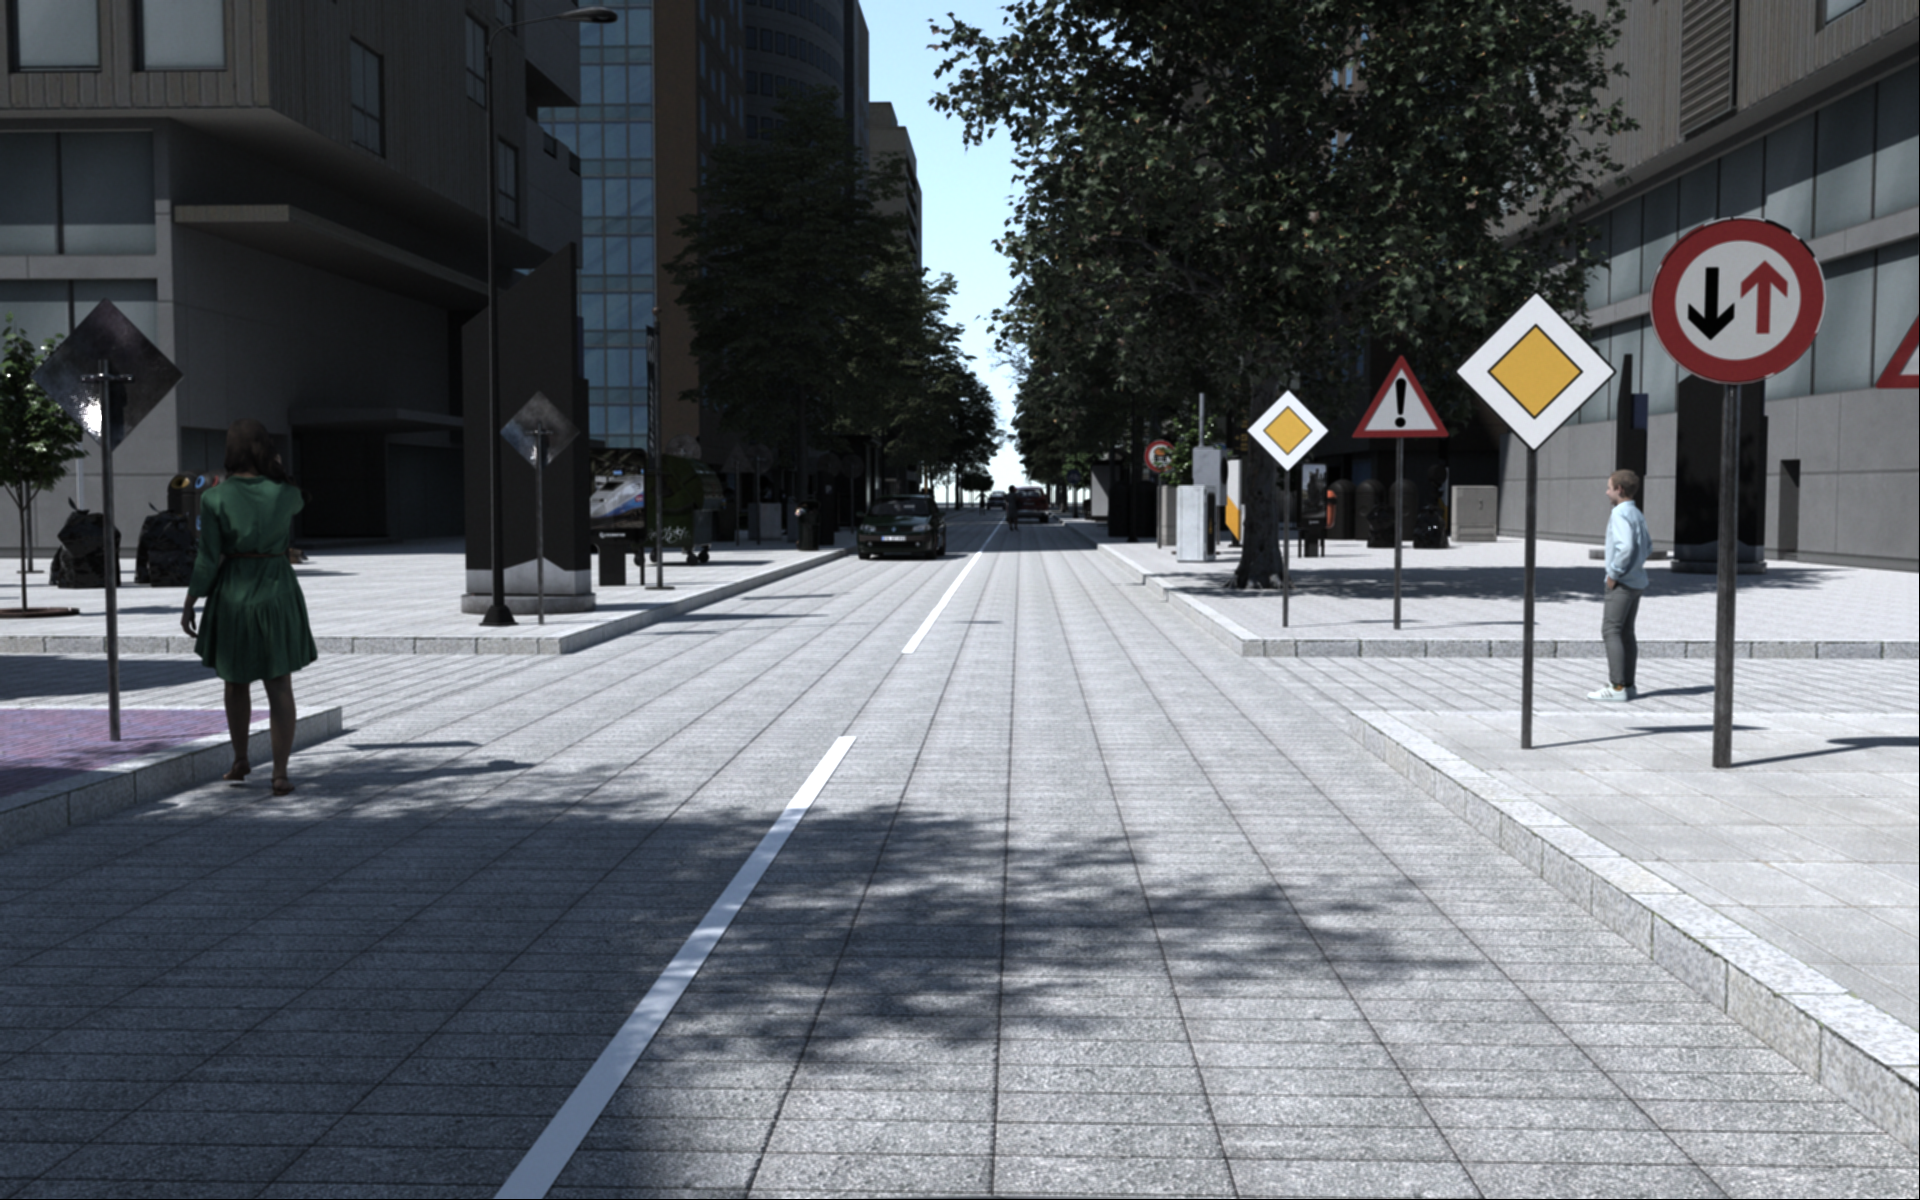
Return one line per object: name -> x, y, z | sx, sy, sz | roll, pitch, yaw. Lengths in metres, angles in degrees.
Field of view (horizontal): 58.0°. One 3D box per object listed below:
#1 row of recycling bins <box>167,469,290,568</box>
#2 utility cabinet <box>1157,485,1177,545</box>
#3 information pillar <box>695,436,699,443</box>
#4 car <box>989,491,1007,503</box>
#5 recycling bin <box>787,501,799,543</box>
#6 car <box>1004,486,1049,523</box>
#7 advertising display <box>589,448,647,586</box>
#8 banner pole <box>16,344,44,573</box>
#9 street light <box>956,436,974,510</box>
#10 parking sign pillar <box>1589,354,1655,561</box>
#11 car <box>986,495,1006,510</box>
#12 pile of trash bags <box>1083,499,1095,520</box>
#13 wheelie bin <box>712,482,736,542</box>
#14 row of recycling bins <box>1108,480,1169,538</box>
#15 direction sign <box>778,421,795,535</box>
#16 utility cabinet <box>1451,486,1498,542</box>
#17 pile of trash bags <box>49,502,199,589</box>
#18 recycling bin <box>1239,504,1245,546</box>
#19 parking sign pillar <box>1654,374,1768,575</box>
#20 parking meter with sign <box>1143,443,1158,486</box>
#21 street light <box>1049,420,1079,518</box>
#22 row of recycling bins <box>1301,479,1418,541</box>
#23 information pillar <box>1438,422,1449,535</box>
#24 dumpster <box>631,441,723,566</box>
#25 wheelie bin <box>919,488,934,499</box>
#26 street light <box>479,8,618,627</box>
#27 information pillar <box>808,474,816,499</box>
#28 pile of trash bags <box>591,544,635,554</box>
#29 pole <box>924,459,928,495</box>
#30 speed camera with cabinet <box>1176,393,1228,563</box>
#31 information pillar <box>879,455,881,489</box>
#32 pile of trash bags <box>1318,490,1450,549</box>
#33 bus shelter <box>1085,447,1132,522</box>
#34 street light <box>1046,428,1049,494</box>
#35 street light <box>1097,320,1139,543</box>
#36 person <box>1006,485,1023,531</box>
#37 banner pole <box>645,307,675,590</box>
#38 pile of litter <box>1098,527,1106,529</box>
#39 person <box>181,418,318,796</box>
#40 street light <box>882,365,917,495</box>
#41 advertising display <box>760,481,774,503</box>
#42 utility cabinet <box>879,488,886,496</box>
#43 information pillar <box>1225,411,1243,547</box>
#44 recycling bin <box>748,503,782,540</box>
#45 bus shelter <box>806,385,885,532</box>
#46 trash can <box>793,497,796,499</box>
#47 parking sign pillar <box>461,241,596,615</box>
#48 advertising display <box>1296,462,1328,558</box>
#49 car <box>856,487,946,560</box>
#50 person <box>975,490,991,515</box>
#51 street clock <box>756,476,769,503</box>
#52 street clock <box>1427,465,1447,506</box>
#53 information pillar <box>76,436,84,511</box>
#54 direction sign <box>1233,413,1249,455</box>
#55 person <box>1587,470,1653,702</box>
row of recycling bins -> -11.800, -1.275, 27.960 | 1.069, 1.692, 3.534 | -3, 5, -42
utility cabinet -> 5.382, -2.113, 43.233 | 0.318, 1.500, 1.173 | 3, 5, 43
information pillar -> -10.597, -4.760, 69.174 | 0.183, 3.616, 0.504 | 3, 5, 43
car -> 4.661, -12.206, 208.240 | 2.281, 1.827, 5.304 | 0, 4, 1
recycling bin -> -4.111, -2.044, 45.970 | 0.722, 1.027, 0.722 | -3, 4, -36
car -> 3.375, -4.809, 87.292 | 2.281, 1.827, 5.304 | 0, 3, 0
advertising display -> -4.862, -1.159, 24.160 | 0.974, 1.923, 0.123 | -1, 4, -19
banner pole -> -15.046, -2.318, 27.914 | 0.401, 3.779, 0.863 | -2, 4, -28
street light -> 0.375, -10.186, 139.088 | 1.470, 5.913, 1.316 | 0, 4, 2
parking sign pillar -> 13.159, -2.785, 34.010 | 1.447, 3.967, 1.447 | 1, 4, 16
car -> 3.316, -8.890, 157.939 | 1.945, 1.354, 3.894 | 0, 4, 3
pile of trash bags -> 7.945, -4.930, 90.363 | 1.912, 1.369, 3.447 | 2, 4, 26
wheelie bin -> -6.432, -2.391, 47.009 | 0.693, 1.594, 0.980 | -2, 4, -29
row of recycling bins -> 5.883, -2.700, 51.255 | 3.534, 1.692, 1.069 | 3, 5, 40
direction sign -> -5.430, -3.811, 54.307 | 0.379, 3.537, 0.876 | 2, 4, 28
utility cabinet -> 13.717, -2.294, 46.180 | 1.173, 1.500, 0.318 | -1, 4, -11
pile of trash bags -> -12.357, -0.882, 24.169 | 3.447, 1.369, 1.912 | -1, 4, -17
recycling bin -> 7.266, -1.841, 42.654 | 0.722, 1.027, 0.722 | 3, 4, 37
parking sign pillar -> 12.385, -2.428, 28.175 | 1.447, 3.967, 1.447 | 3, 5, 42
parking meter with sign -> 6.987, -3.903, 60.073 | 1.738, 3.016, 0.543 | -1, 4, -20
street light -> 5.603, -7.280, 91.575 | 1.470, 5.913, 1.316 | 0, 4, 2
row of recycling bins -> 11.130, -2.524, 48.387 | 3.534, 1.692, 1.069 | 3, 5, 41
information pillar -> 15.061, -3.829, 53.952 | 0.183, 3.616, 0.504 | -1, 4, -14
dumpster -> -5.223, -1.772, 31.471 | 1.502, 2.255, 1.985 | 0, 4, 2
wheelie bin -> -1.787, -5.096, 91.222 | 0.980, 1.594, 0.693 | 3, 4, 37
street light -> -3.971, -2.703, 16.733 | 1.470, 5.913, 1.316 | 0, 4, 2
information pillar -> -5.409, -3.570, 62.857 | 0.304, 2.012, 0.304 | 0, 4, 7
pile of trash bags -> -8.797, -1.678, 37.184 | 3.447, 1.369, 1.912 | -2, 4, -28
pole -> -1.653, -5.529, 84.240 | 0.158, 3.312, 0.155 | 0, 3, 0
speed camera with cabinet -> 4.670, -2.380, 33.253 | 0.660, 3.252, 2.038 | 1, 4, 20
information pillar -> -4.242, -5.862, 87.198 | 0.504, 3.616, 0.183 | 1, 4, 16
pile of trash bags -> 10.160, -1.962, 41.839 | 3.447, 1.369, 1.912 | 2, 4, 31
bus shelter -> 6.713, -5.128, 77.762 | 2.014, 3.302, 5.546 | 0, 4, 2
street light -> 6.759, -9.112, 121.520 | 1.470, 5.913, 1.316 | 0, 4, 2
street light -> 4.045, -4.483, 45.839 | 1.470, 5.913, 1.316 | 0, 4, 2
person -> 2.175, -3.604, 67.777 | 0.716, 1.782, 0.532 | 2, 4, 35
banner pole -> -4.055, -2.017, 22.994 | 0.401, 3.779, 0.863 | 0, 4, 3
pile of litter -> 5.961, -3.053, 63.875 | 1.719, 0.858, 1.176 | 2, 4, 34
person -> -3.407, 0.025, 8.346 | 0.600, 1.795, 0.529 | -3, 4, -38
street light -> -2.245, -5.506, 62.562 | 1.470, 5.913, 1.316 | 0, 4, 2
advertising display -> -9.646, -4.966, 86.414 | 0.974, 1.923, 0.123 | 3, 5, 41
utility cabinet -> -3.220, -3.627, 67.978 | 0.318, 1.500, 1.173 | -1, 4, -22
information pillar -> 6.609, -3.083, 41.759 | 0.183, 3.616, 0.504 | -2, 4, -32
recycling bin -> -5.453, -2.191, 48.381 | 0.722, 1.027, 0.722 | -2, 4, -35
bus shelter -> -4.133, -5.188, 62.451 | 2.179, 5.291, 8.768 | 0, 4, 2
trash can -> -8.595, -4.752, 89.351 | 0.748, 1.137, 0.748 | 0, 3, 0
parking sign pillar -> -4.735, -1.862, 18.916 | 1.447, 3.967, 1.447 | 1, 4, 13
advertising display -> 7.143, -1.832, 35.163 | 0.123, 1.923, 0.974 | 3, 5, 44
car -> -1.287, -1.796, 39.154 | 2.009, 1.686, 4.222 | 0, 4, 4
person -> 1.567, -6.736, 119.418 | 1.217, 1.735, 0.721 | 1, 4, 22
street clock -> -7.727, -3.864, 67.747 | 0.471, 2.002, 0.358 | -2, 4, -25
street clock -> 11.876, -2.359, 43.137 | 0.471, 2.002, 0.358 | -2, 4, -32
information pillar -> -14.141, -2.230, 27.822 | 0.183, 3.616, 0.504 | -2, 4, -28
direction sign -> 5.922, -2.628, 34.960 | 0.876, 3.537, 0.379 | -1, 4, -12
person -> 4.651, -0.113, 12.158 | 0.589, 1.601, 0.330 | -3, 5, -44
